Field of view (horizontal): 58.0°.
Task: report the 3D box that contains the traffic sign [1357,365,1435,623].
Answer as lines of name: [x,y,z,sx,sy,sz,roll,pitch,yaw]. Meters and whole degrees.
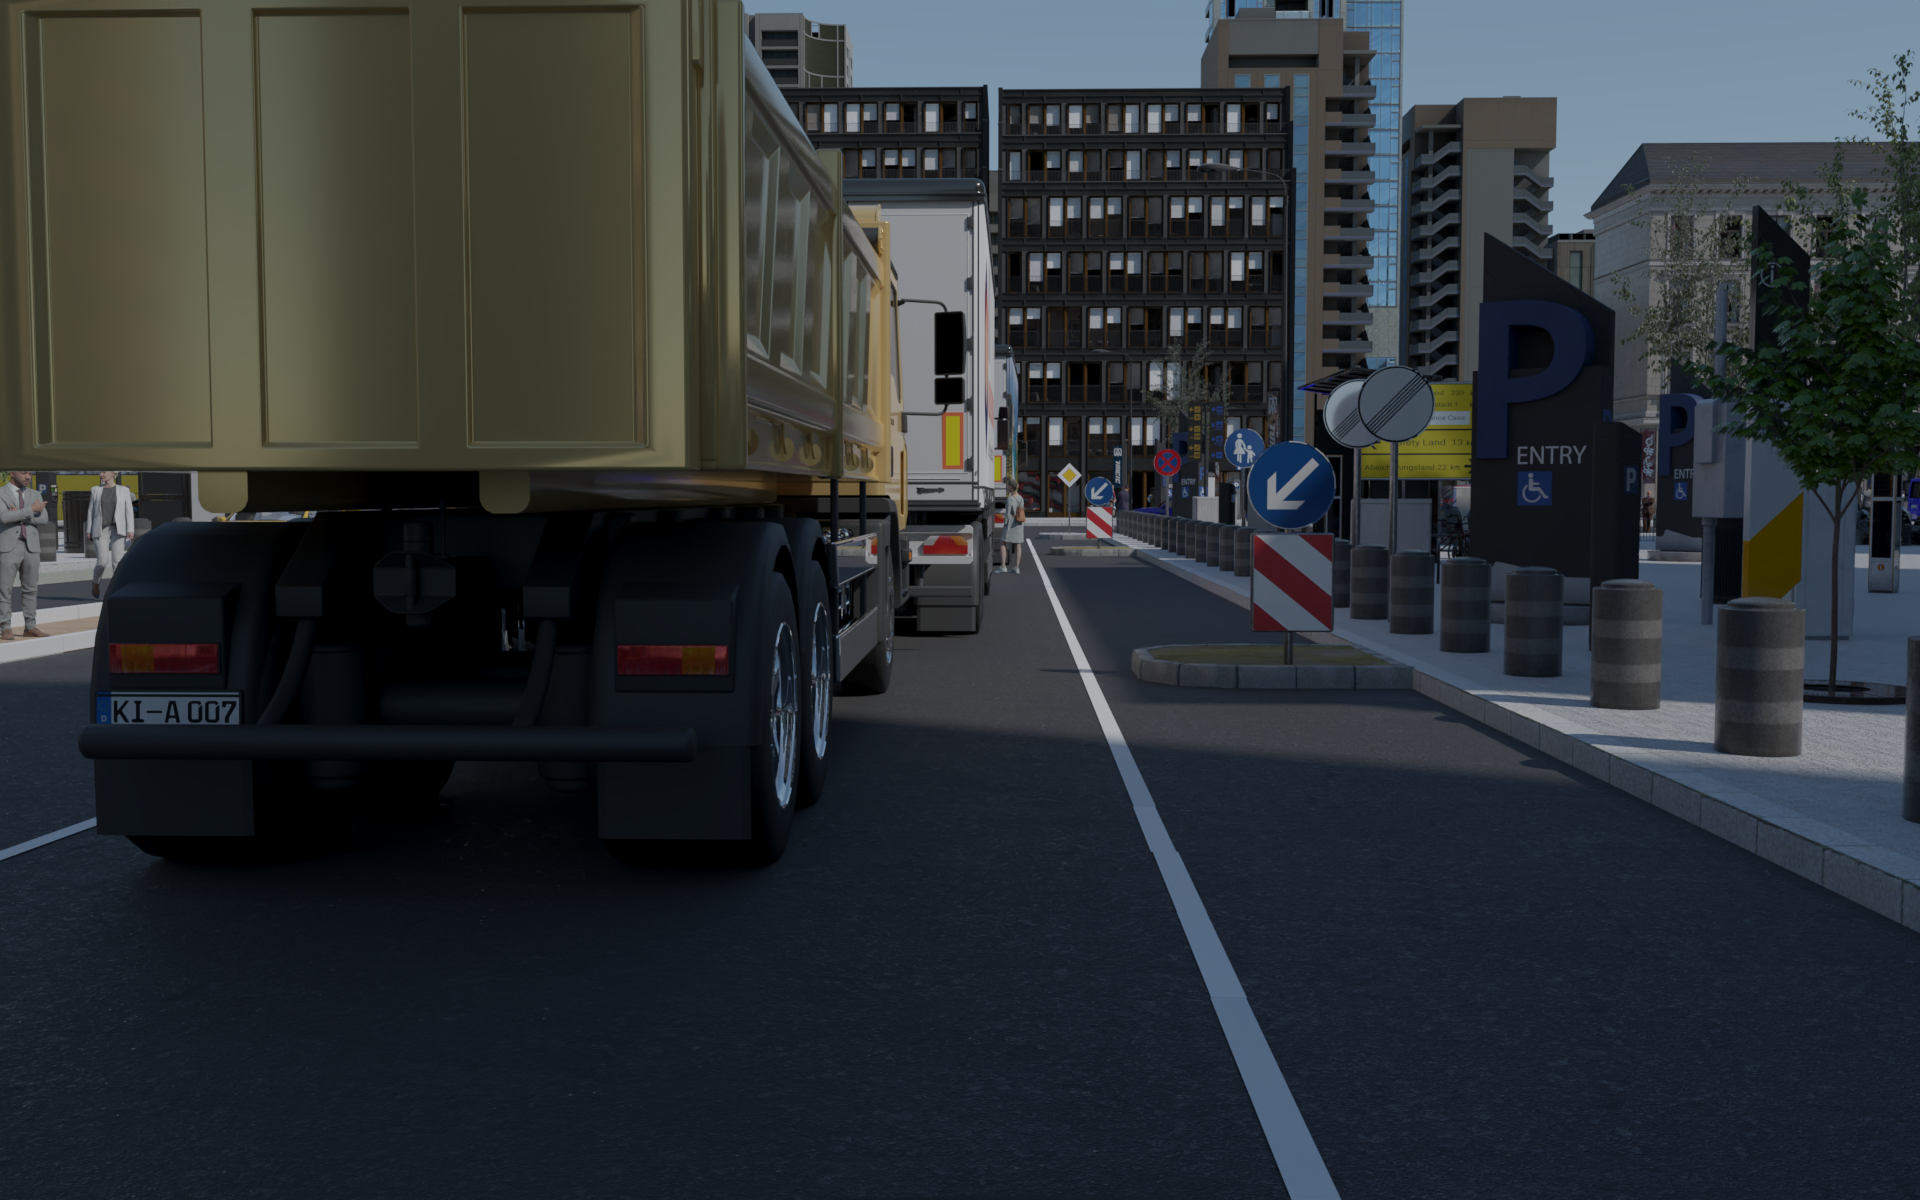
traffic sign: [4.314,-1.047,17.228,0.768,2.556,0.104,0,4,2]

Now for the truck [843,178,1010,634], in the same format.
truck: [-0.832,-1.965,21.042,2.839,4.237,11.283,0,4,2]

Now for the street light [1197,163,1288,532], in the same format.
street light: [4.028,-3.176,24.461,1.470,5.913,1.316,0,4,2]

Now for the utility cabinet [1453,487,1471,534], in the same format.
utility cabinet: [15.612,-2.686,52.602,1.173,1.500,0.318,0,4,0]

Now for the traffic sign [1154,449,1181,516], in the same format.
traffic sign: [5.833,-2.975,48.753,0.768,2.556,0.104,0,4,2]

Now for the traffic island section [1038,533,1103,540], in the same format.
traffic island section: [3.549,-2.058,55.926,2.009,0.180,2.903,0,4,2]

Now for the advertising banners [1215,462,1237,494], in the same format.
advertising banners: [7.343,-3.169,48.006,0.090,3.025,2.074,0,4,-7]

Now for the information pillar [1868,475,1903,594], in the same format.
information pillar: [12.006,-1.099,22.460,0.304,2.012,0.304,3,5,43]

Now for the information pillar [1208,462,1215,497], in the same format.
information pillar: [12.480,-5.807,86.303,0.504,3.616,0.183,-1,4,-17]

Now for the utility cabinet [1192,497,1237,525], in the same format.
utility cabinet: [6.020,-1.821,40.935,1.020,1.237,0.306,-1,4,-15]

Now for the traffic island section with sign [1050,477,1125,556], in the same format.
traffic island section with sign: [3.146,-1.980,40.999,1.989,1.847,2.006,0,4,2]

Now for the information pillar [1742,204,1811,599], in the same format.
information pillar: [6.661,-1.395,14.168,0.504,3.616,0.183,0,4,-8]

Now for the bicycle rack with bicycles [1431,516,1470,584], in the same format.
bicycle rack with bicycles: [8.083,-0.737,25.439,2.852,0.926,2.925,1,4,17]

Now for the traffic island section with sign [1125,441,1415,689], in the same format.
traffic island section with sign: [2.391,-0.311,13.716,1.989,1.847,2.006,0,4,2]

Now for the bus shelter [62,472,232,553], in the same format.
bus shelter: [-18.723,-3.912,41.588,2.179,5.291,8.768,0,4,2]

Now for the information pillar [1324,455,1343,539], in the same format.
information pillar: [7.065,-1.730,32.782,0.304,2.012,0.304,1,4,8]

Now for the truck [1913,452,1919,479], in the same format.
truck: [43.861,-4.615,71.384,9.791,3.379,3.469,0,4,2]

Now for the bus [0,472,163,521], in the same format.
bus: [-36.034,-4.944,72.383,12.252,3.916,2.896,0,4,0]

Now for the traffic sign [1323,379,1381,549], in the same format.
traffic sign: [4.421,-1.172,19.272,0.768,2.556,0.104,1,4,9]

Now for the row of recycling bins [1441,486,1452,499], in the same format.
row of recycling bins: [25.280,-4.806,85.696,3.534,1.692,1.069,-1,4,-17]

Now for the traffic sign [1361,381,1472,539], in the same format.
traffic sign: [8.386,-2.298,31.442,2.265,3.308,0.079,0,4,7]

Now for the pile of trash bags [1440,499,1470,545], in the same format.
pile of trash bags: [13.543,-2.094,43.991,3.447,1.369,1.912,1,4,17]

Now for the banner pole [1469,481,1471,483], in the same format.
banner pole: [35.918,-8.013,121.036,0.863,3.779,0.401,3,5,41]

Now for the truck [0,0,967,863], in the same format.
truck: [-1.804,-0.884,10.382,3.469,3.379,9.791,0,4,2]

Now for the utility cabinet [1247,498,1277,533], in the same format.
utility cabinet: [6.312,-1.672,36.024,0.318,1.500,1.173,-1,4,-11]

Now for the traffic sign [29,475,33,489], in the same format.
traffic sign: [-21.454,-2.447,40.008,0.884,2.594,0.081,0,4,5]

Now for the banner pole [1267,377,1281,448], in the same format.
banner pole: [6.772,-2.882,37.131,0.401,3.779,0.863,-1,4,-18]

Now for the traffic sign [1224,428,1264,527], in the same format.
traffic sign: [5.523,-2.054,33.685,0.768,2.556,0.104,1,4,11]

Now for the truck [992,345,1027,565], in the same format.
truck: [0.022,-3.015,38.206,2.839,4.237,11.283,0,4,3]

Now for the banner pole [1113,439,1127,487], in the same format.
banner pole: [7.336,-5.435,78.886,0.863,3.779,0.401,-1,4,-16]

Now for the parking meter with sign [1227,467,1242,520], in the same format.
parking meter with sign: [13.752,-5.545,86.919,0.543,3.016,1.738,-1,4,-15]

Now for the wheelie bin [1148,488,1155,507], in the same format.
wheelie bin: [9.862,-4.802,86.414,0.980,1.594,0.693,0,4,0]

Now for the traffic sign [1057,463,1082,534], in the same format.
traffic sign: [3.525,-3.193,55.850,0.795,2.450,0.064,0,4,2]

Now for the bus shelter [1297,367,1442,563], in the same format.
bus shelter: [8.187,-2.680,35.101,1.731,3.624,6.357,0,4,2]

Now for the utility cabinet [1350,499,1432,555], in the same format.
utility cabinet: [5.703,-0.722,22.961,1.020,1.237,0.306,1,4,9]

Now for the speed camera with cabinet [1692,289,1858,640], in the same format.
speed camera with cabinet: [7.555,-1.332,16.121,0.660,3.252,2.038,0,4,-2]

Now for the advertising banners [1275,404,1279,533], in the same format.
advertising banners: [6.132,-2.259,33.115,0.090,3.025,2.074,0,4,5]

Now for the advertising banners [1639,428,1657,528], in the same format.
advertising banners: [18.589,-2.997,45.181,0.090,3.025,2.074,-2,4,-32]

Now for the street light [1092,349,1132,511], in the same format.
street light: [4.953,-5.090,55.760,1.470,5.913,1.316,0,4,2]

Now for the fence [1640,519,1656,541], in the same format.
fence: [16.416,-1.586,41.307,2.069,0.683,0.278,2,4,26]

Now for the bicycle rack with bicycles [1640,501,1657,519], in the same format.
bicycle rack with bicycles: [34.747,-4.592,88.463,2.925,0.926,2.852,0,4,-6]
